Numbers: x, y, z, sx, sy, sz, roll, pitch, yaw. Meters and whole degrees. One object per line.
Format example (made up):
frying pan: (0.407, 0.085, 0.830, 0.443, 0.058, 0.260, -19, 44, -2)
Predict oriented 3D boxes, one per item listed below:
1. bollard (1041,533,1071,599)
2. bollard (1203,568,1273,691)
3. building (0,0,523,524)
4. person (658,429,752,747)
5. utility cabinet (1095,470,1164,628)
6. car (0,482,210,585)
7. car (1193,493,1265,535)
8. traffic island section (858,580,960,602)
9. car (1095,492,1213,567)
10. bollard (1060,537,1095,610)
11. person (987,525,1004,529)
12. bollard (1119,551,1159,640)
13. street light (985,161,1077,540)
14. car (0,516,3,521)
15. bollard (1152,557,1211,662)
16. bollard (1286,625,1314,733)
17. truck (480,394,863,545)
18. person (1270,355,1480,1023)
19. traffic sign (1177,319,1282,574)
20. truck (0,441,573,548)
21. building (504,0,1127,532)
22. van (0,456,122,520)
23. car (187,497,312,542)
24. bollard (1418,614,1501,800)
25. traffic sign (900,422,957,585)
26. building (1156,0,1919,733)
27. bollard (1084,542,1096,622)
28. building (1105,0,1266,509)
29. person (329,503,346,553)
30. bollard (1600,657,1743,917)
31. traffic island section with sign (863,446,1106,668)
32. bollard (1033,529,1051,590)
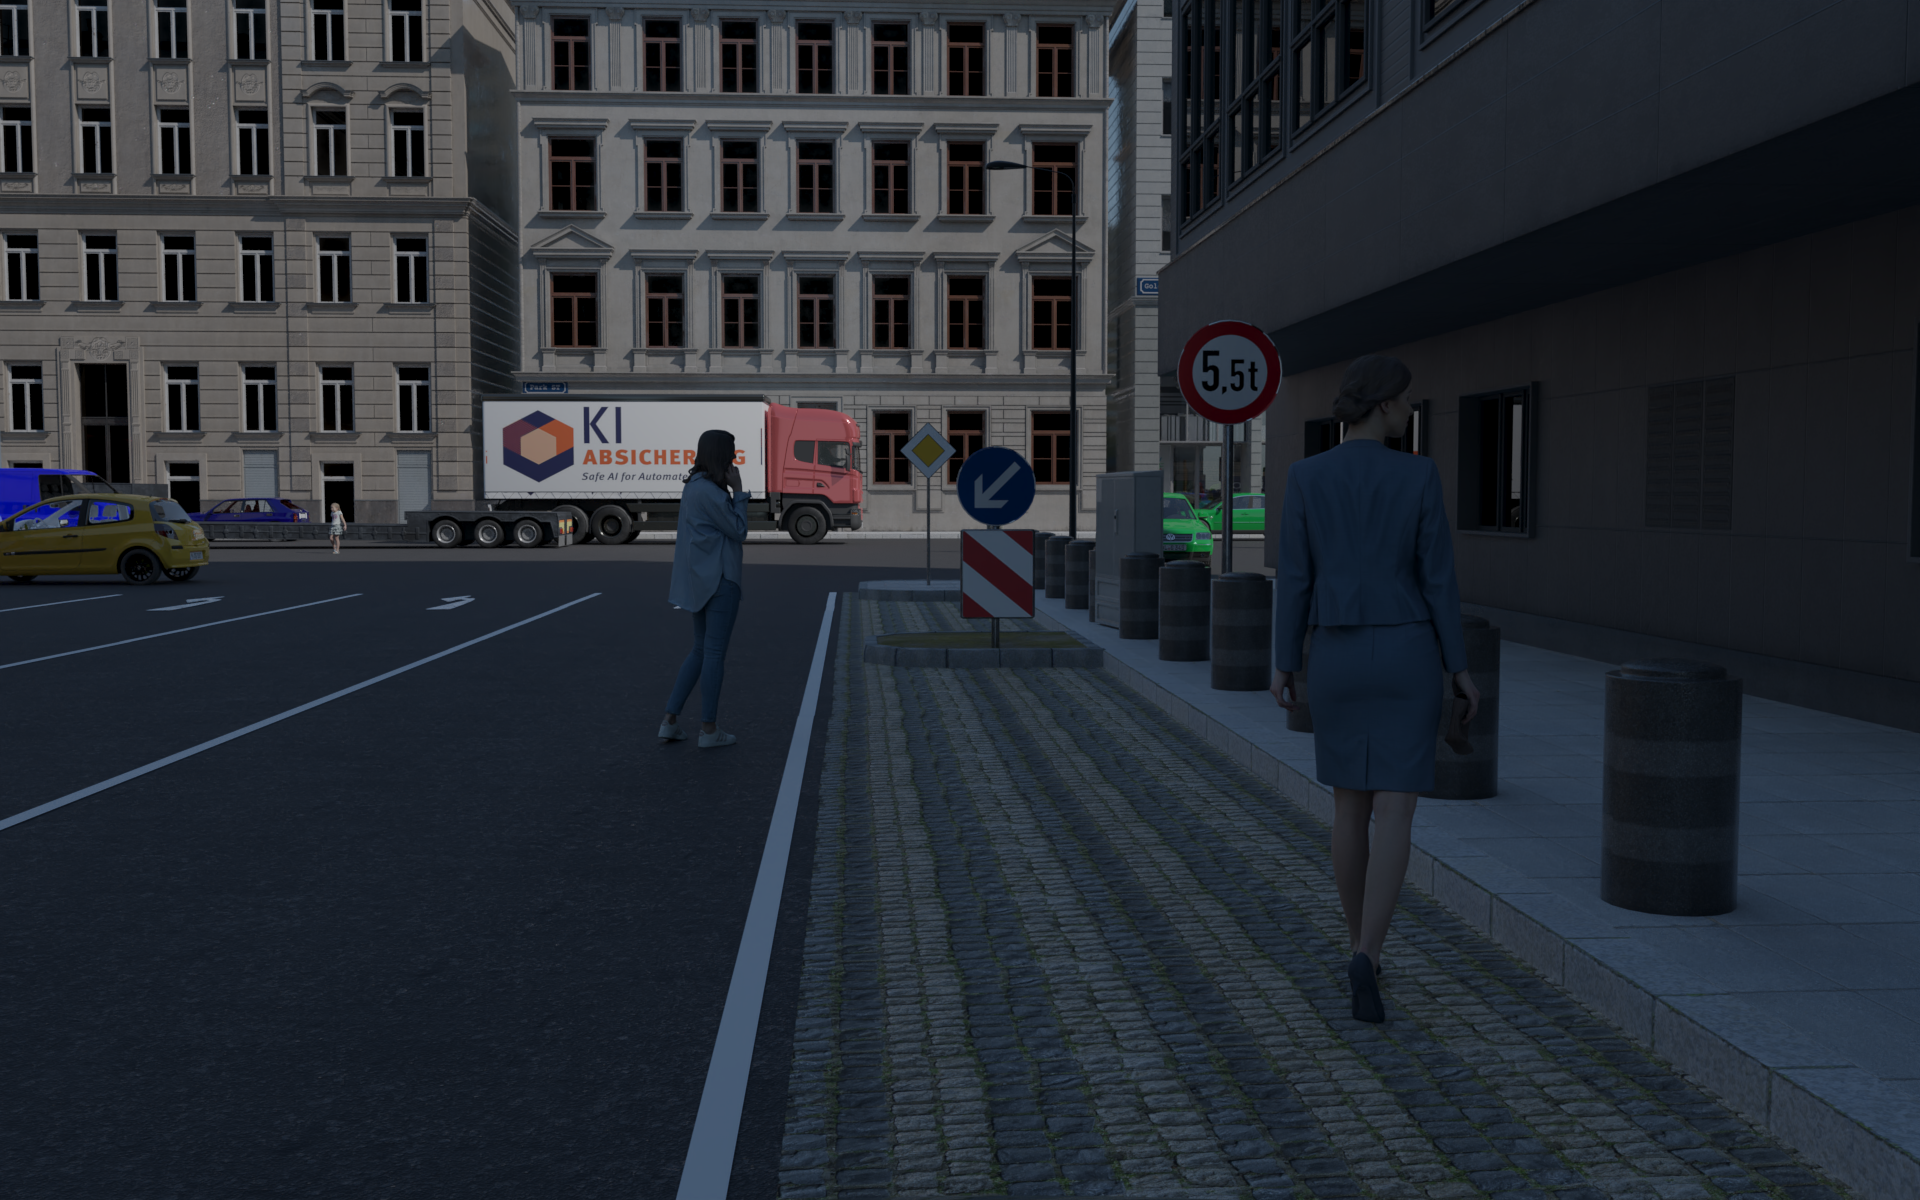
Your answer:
bollard: (1.252, -0.409, 21.407, 0.404, 0.777, 0.398, 0, 3, 0)
bollard: (1.859, 0.201, 11.427, 0.404, 0.777, 0.398, 0, 3, 0)
building: (-28.939, -16.237, 62.738, 25.104, 27.353, 12.463, 0, 4, -3)
person: (-1.459, -0.066, 9.852, 0.793, 1.790, 0.793, 2, 4, 28)
utility cabinet: (1.589, -0.476, 16.467, 0.318, 1.500, 1.173, -1, 4, -12)
car: (-14.282, -1.080, 27.888, 3.980, 1.641, 2.015, 0, 4, -2)
car: (8.552, -2.736, 53.535, 4.718, 1.807, 1.959, 0, 4, -5)
traffic island section: (-0.422, -0.127, 24.364, 2.009, 0.180, 2.903, 0, 4, -3)
car: (3.684, -1.498, 33.290, 1.959, 1.807, 4.718, 0, 4, -2)
bollard: (1.377, -0.287, 19.406, 0.404, 0.777, 0.398, 0, 3, 0)
person: (0.850, -2.063, 42.448, 0.478, 1.798, 0.641, 1, 4, 23)
bollard: (1.619, -0.043, 15.420, 0.404, 0.777, 0.398, 0, 3, 0)
street light: (1.054, -3.167, 24.327, 1.470, 5.913, 1.316, 0, 4, -3)
car: (-23.039, -1.736, 37.981, 3.694, 1.707, 1.945, 0, 4, -3)
bollard: (1.742, 0.079, 13.418, 0.404, 0.777, 0.398, 0, 3, 0)
bollard: (1.985, 0.323, 9.436, 0.404, 0.777, 0.398, 0, 3, 0)
truck: (-7.770, -3.719, 49.723, 11.283, 4.237, 2.839, 0, 4, -2)
person: (1.127, 0.224, 4.862, 0.581, 1.822, 0.654, 2, 4, 33)
traffic sign: (1.971, -0.774, 12.754, 0.768, 2.556, 0.104, 0, 4, 1)
truck: (-19.957, -3.430, 45.846, 18.799, 4.110, 2.967, 0, 4, -4)
building: (-5.126, -13.867, 62.885, 21.152, 22.565, 11.583, 0, 4, -3)
van: (-21.786, -2.212, 40.556, 5.245, 2.365, 2.240, 0, 4, -4)
car: (-21.774, -2.432, 52.344, 3.894, 1.354, 1.945, 0, 4, -4)
bollard: (2.106, 0.446, 7.431, 0.404, 0.777, 0.398, 0, 3, 0)
traffic sign: (-0.446, -1.263, 24.285, 0.795, 2.450, 0.064, 0, 4, -3)
building: (10.308, -13.309, 11.111, 14.314, 27.812, 24.014, 0, 4, -3)
bollard: (1.497, -0.165, 17.411, 0.404, 0.777, 0.398, 0, 3, 0)
building: (20.299, -17.542, 64.312, 29.804, 29.767, 11.434, 0, 4, -3)
person: (-15.017, -1.734, 41.872, 0.505, 1.210, 0.382, 1, 4, 19)
bollard: (2.227, 0.568, 5.430, 0.404, 0.777, 0.398, 0, 3, 0)
traffic island section with sign: (0.150, -0.397, 15.113, 1.989, 1.847, 2.006, 0, 4, -3)
bollard: (1.137, -0.531, 23.405, 0.404, 0.777, 0.398, 0, 3, 0)
